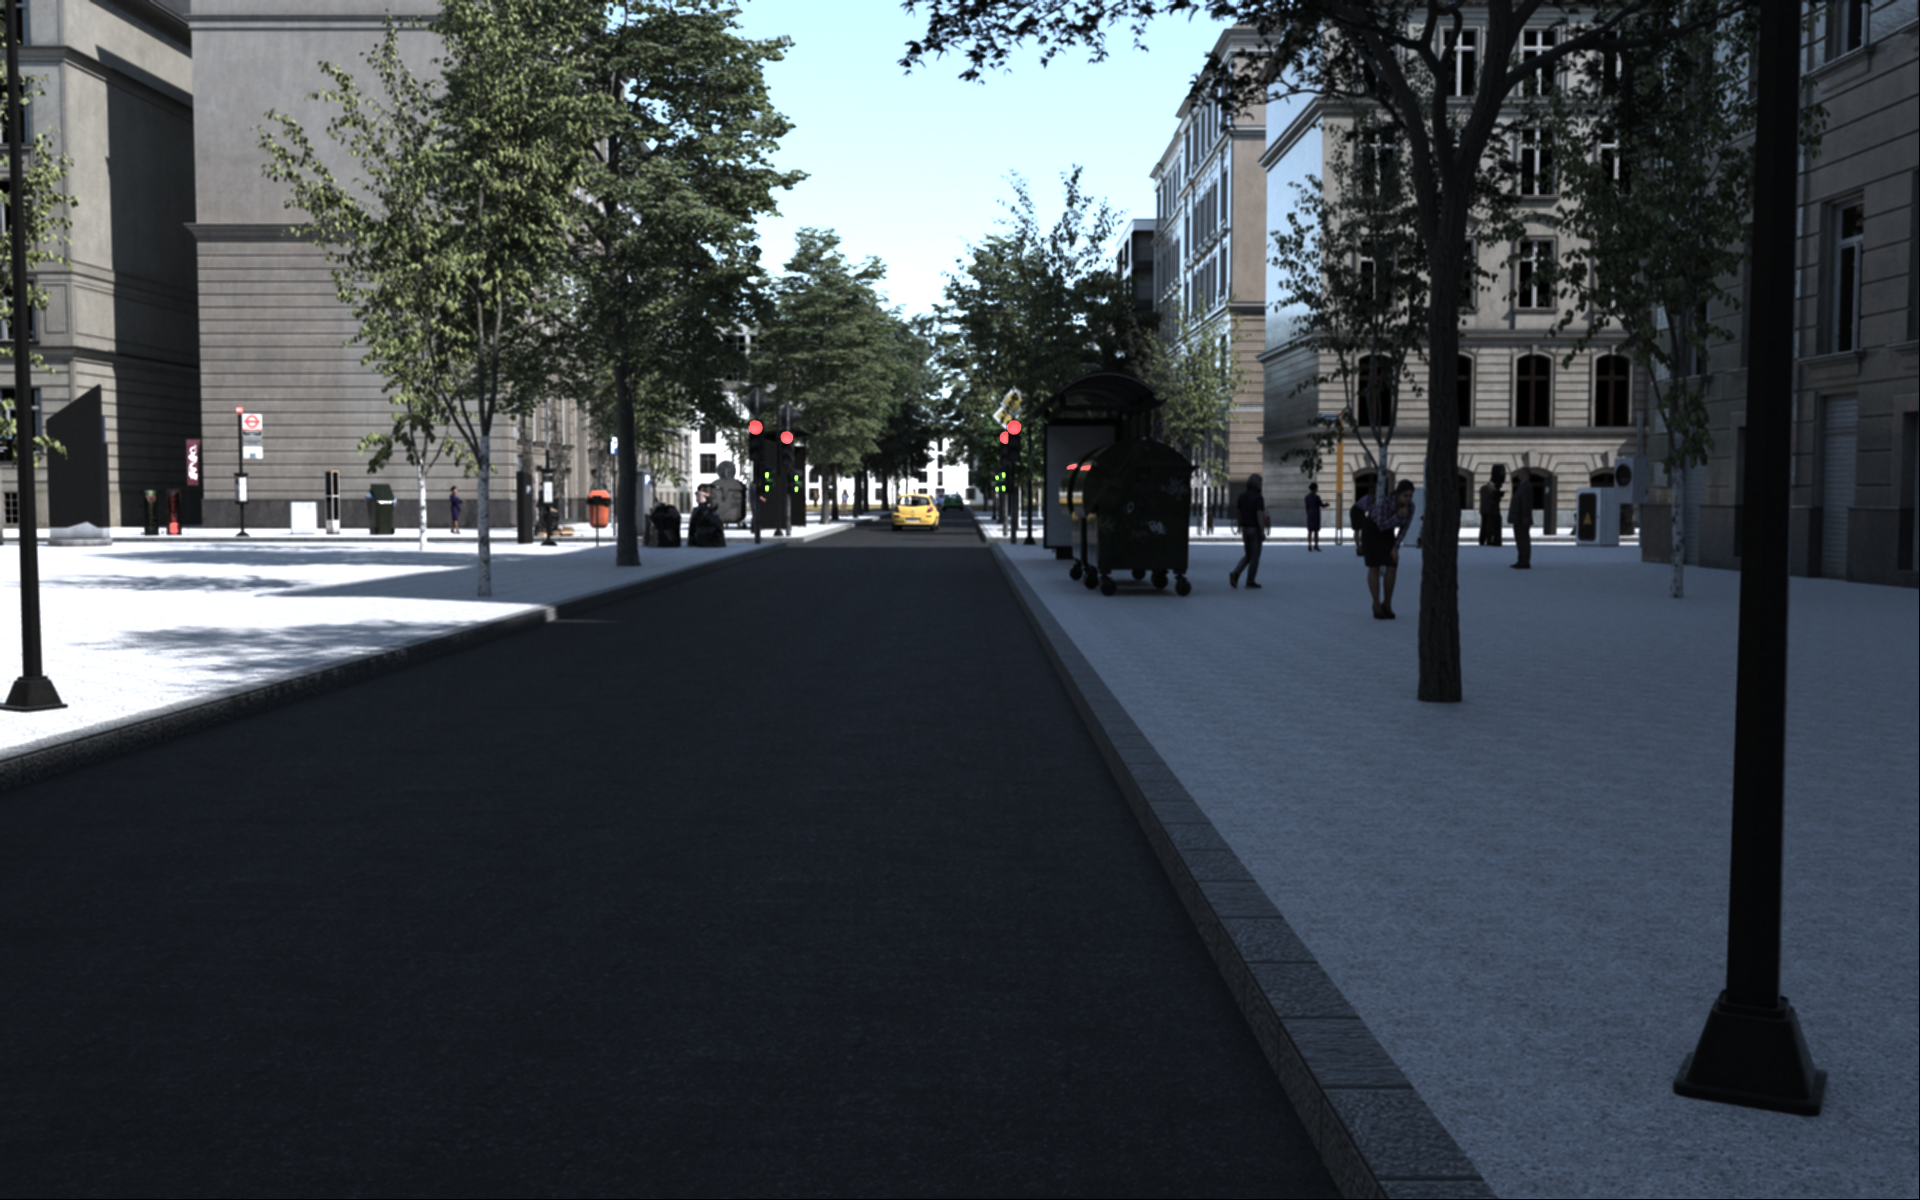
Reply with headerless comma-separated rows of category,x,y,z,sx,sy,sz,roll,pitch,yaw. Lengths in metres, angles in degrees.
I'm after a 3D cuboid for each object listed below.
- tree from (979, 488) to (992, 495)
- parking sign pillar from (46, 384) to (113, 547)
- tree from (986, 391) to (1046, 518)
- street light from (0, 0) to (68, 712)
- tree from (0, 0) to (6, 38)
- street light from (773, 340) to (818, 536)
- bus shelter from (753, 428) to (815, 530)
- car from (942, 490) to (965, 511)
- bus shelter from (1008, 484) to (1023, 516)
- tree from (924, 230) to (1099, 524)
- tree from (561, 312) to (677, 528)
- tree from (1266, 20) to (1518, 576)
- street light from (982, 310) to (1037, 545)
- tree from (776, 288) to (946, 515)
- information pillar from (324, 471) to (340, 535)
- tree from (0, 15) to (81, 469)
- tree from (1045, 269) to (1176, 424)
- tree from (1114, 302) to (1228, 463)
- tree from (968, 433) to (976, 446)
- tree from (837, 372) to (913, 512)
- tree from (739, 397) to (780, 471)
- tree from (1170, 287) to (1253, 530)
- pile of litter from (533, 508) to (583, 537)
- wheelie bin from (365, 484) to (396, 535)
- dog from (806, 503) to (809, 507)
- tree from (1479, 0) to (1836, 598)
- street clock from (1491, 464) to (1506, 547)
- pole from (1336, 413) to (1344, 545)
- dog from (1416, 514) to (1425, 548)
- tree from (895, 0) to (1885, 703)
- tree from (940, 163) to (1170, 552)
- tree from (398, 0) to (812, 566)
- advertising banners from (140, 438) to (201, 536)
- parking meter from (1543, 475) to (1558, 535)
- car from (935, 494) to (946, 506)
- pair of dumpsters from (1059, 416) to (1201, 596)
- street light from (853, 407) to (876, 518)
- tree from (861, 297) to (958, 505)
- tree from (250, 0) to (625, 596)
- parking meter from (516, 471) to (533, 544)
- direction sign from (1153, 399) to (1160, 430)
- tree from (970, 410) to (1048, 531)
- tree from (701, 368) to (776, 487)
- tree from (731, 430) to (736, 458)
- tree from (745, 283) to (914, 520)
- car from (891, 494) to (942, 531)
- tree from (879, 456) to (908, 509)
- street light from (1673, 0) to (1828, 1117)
tree,2.703,-12.718,202.547,1.663,3.219,1.824,0,3,0
parking sign pillar,-21.779,-3.321,42.763,1.447,3.967,1.447,0,4,-2
tree,4.012,-8.678,92.244,4.360,8.622,3.978,0,3,0
street light,-4.999,-2.302,10.171,1.470,5.913,1.316,0,3,0
tree,-11.598,-5.668,14.731,6.751,12.117,7.091,0,3,0
street light,-4.970,-4.885,52.415,1.470,5.913,1.316,0,3,0
bus shelter,-6.489,-4.467,64.315,1.731,3.624,6.357,0,4,0
car,-0.600,-8.550,148.591,1.959,1.807,4.718,0,4,2
bus shelter,3.372,-7.901,106.814,2.179,5.291,8.768,0,4,0
tree,2.251,-9.597,75.041,7.486,12.596,7.792,0,3,0
tree,-13.615,-7.327,70.151,4.360,8.622,3.978,0,3,0
tree,6.627,-4.695,27.124,4.360,8.622,3.978,0,3,0
street light,1.227,-4.358,43.794,1.470,5.913,1.316,0,3,0
tree,-6.457,-12.269,107.258,9.857,13.997,8.962,0,3,0
information pillar,-19.950,-3.092,55.044,0.304,2.012,0.304,2,4,24
tree,-12.993,-4.366,21.750,4.737,8.622,4.395,0,3,0
tree,7.266,-9.861,83.289,6.751,12.117,7.091,0,3,0
tree,7.731,-7.167,67.538,4.360,8.622,3.978,0,3,0
tree,2.372,-11.725,142.071,4.360,8.622,3.978,0,3,0
tree,-6.669,-12.217,121.804,6.751,12.117,7.091,0,3,0
tree,-13.580,-10.255,118.035,4.737,8.622,4.395,0,3,0
tree,8.424,-6.746,60.665,4.737,8.622,4.395,0,3,0
pile of litter,-12.287,-2.377,52.834,1.719,0.858,1.176,-2,4,-27
wheelie bin,-18.301,-2.856,54.609,0.693,1.594,0.980,3,5,43
dog,-8.123,-4.512,88.146,0.800,0.831,0.513,3,4,38
tree,8.632,-4.330,21.163,4.737,8.622,4.395,0,3,0
street clock,13.176,-2.315,42.421,0.358,2.002,0.471,2,4,32
pole,9.589,-3.051,43.731,0.158,3.312,0.155,0,3,0
dog,11.091,-1.630,41.032,0.800,0.831,0.513,-3,5,-44
tree,2.686,-4.640,10.279,7.601,10.594,8.767,-2,4,-35
tree,1.860,-5.360,37.995,4.737,8.622,4.395,0,3,0
tree,-6.175,-6.863,30.336,7.486,12.596,7.792,0,3,0
advertising banners,-24.582,-3.538,54.030,0.090,3.025,2.074,2,4,33
parking meter,18.419,-2.956,54.038,0.255,1.863,0.399,-1,4,-16
car,-1.956,-11.780,202.200,1.945,1.707,3.694,0,4,0
pair of dumpsters,2.271,-1.298,23.717,1.574,2.255,4.436,0,3,0
street light,-5.053,-7.345,92.634,1.470,5.913,1.316,0,3,0
tree,-7.283,-18.852,164.123,12.611,20.169,13.585,0,3,0
tree,-6.188,-4.358,21.615,4.737,8.622,4.395,0,3,0
parking meter,-11.257,-2.392,44.824,0.255,1.863,0.399,1,4,22
direction sign,4.729,-3.047,41.808,0.379,3.537,0.876,0,4,-3
tree,2.005,-4.723,60.927,4.285,4.588,4.351,0,3,0
tree,-12.433,-8.979,97.175,4.360,8.622,3.978,0,3,0
tree,-10.748,-6.594,58.170,4.737,8.622,4.395,0,3,0
tree,-6.325,-9.739,84.994,9.928,11.665,9.643,0,3,0
car,-1.729,-3.532,67.977,2.015,1.641,3.980,0,4,2
tree,-6.124,-12.390,152.934,4.737,8.622,4.395,0,3,0
street light,1.170,-1.898,3.575,1.470,5.913,1.316,0,3,0
